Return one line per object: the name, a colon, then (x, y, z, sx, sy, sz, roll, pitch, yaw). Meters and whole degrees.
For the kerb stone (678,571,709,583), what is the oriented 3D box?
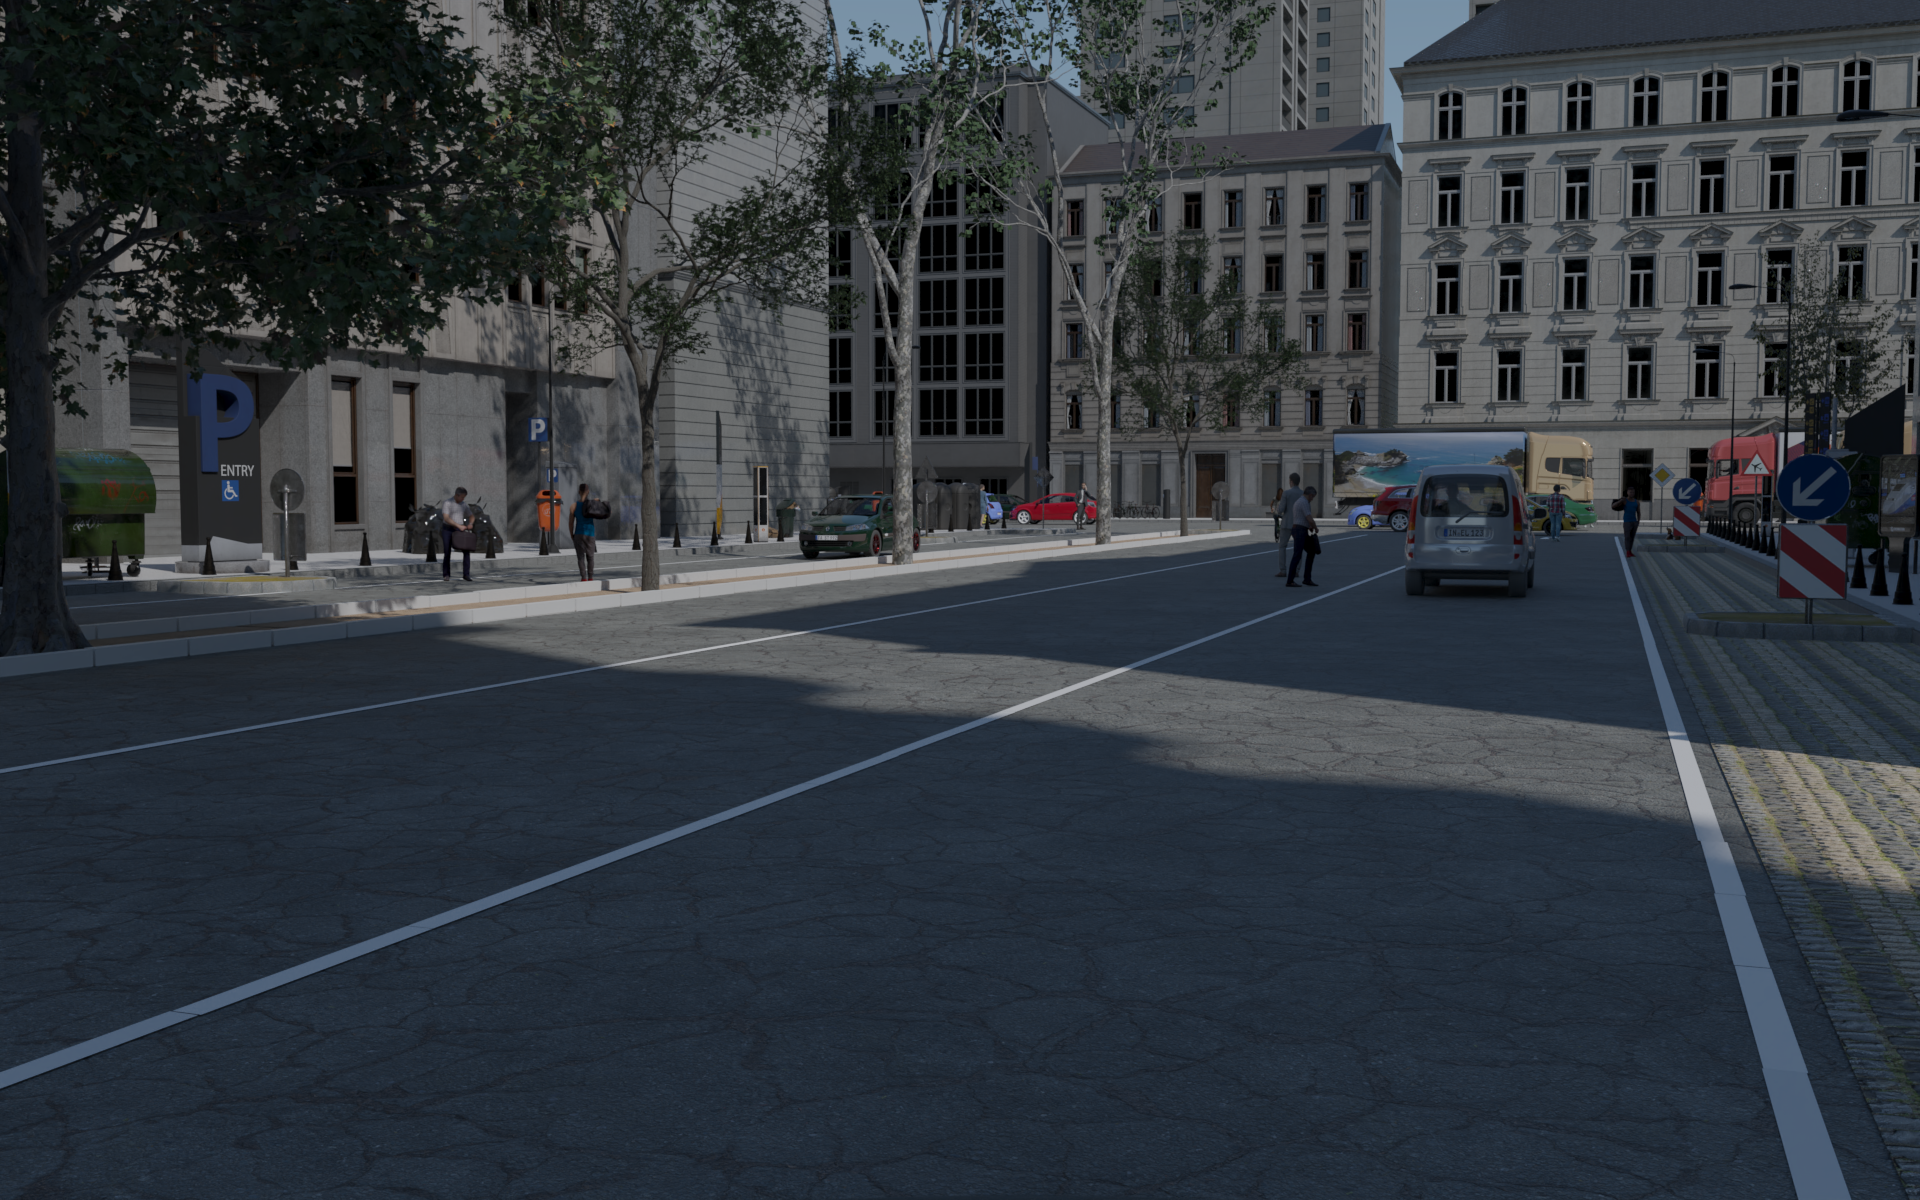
kerb stone: (-4.409, -0.361, 28.112, 0.120, 0.150, 1.000, 1, 4, 20)

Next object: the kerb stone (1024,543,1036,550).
kerb stone: (1.683, -1.365, 44.519, 0.120, 0.150, 1.000, 1, 4, 20)

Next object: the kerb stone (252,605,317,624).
kerb stone: (-7.636, 0.170, 19.422, 0.120, 0.150, 1.000, 1, 4, 20)

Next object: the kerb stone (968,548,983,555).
kerb stone: (0.255, -1.129, 40.658, 0.120, 0.150, 1.000, 1, 4, 20)

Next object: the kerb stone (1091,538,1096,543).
kerb stone: (3.825, -1.719, 50.300, 0.120, 0.150, 1.000, 1, 4, 20)

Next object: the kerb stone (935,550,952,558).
kerb stone: (-0.471, -1.011, 38.730, 0.120, 0.150, 1.000, 1, 4, 20)

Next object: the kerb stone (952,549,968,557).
kerb stone: (-0.098, -1.070, 39.692, 0.120, 0.150, 1.000, 1, 4, 20)

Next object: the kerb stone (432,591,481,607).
kerb stone: (-6.555, 0.006, 22.323, 0.120, 0.150, 1.000, 1, 4, 20)

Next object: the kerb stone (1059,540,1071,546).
kerb stone: (2.756, -1.542, 47.407, 0.120, 0.150, 1.000, 1, 4, 20)

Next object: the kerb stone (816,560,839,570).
kerb stone: (-2.616, -0.657, 32.933, 0.120, 0.150, 1.000, 1, 4, 20)

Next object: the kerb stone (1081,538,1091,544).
kerb stone: (3.470, -1.660, 49.337, 0.120, 0.150, 1.000, 1, 4, 20)

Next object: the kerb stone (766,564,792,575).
kerb stone: (-3.323, -0.537, 30.996, 0.120, 0.150, 1.000, 1, 4, 20)

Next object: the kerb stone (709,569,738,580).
kerb stone: (-4.049, -0.421, 29.072, 0.120, 0.150, 1.000, 1, 4, 20)

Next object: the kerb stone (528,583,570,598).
kerb stone: (-5.831, -0.125, 24.241, 0.120, 0.150, 1.000, 1, 4, 20)

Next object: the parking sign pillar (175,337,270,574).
parking sign pillar: (-12.146, -2.444, 28.429, 1.447, 3.967, 1.447, 2, 4, 25)

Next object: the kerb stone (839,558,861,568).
kerb stone: (-2.251, -0.716, 33.905, 0.120, 0.150, 1.000, 1, 4, 20)

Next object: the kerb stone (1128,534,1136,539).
kerb stone: (5.248, -1.955, 54.155, 0.120, 0.150, 1.000, 1, 4, 20)

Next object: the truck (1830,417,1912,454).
truck: (36.093, -4.406, 60.956, 11.283, 4.237, 2.839, 1, 4, 21)

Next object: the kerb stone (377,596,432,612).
kerb stone: (-6.910, 0.052, 21.351, 0.120, 0.150, 1.000, 1, 4, 20)

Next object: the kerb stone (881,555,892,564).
kerb stone: (-1.537, -0.834, 35.831, 0.120, 0.150, 1.000, 1, 4, 20)

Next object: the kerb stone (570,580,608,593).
kerb stone: (-5.480, -0.184, 25.211, 0.120, 0.150, 1.000, 1, 4, 20)

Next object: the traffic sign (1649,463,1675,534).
traffic sign: (22.736, -3.210, 56.123, 0.795, 2.450, 0.064, 1, 4, 20)

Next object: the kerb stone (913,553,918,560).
kerb stone: (-1.177, -0.887, 36.799, 0.120, 0.150, 1.000, 1, 4, 20)

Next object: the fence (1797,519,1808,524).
fence: (20.392, -1.624, 41.931, 0.278, 0.683, 2.069, 2, 4, 32)

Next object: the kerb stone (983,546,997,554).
kerb stone: (0.600, -1.185, 41.624, 0.120, 0.150, 1.000, 1, 4, 20)

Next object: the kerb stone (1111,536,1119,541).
kerb stone: (4.539, -1.837, 52.223, 0.120, 0.150, 1.000, 1, 4, 20)

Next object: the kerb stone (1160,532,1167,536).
kerb stone: (6.683, -2.190, 58.000, 0.120, 0.150, 1.000, 1, 4, 20)

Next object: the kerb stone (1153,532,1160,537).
kerb stone: (6.327, -2.131, 57.038, 0.120, 0.150, 1.000, 1, 4, 20)

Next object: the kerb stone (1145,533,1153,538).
kerb stone: (5.976, -2.071, 56.074, 0.120, 0.150, 1.000, 1, 4, 20)

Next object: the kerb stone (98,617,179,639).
kerb stone: (-8.343, 0.288, 17.489, 0.120, 0.150, 1.000, 1, 4, 20)

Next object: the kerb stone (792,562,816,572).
kerb stone: (-2.975, -0.597, 31.961, 0.120, 0.150, 1.000, 1, 4, 20)

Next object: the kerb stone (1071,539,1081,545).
kerb stone: (3.109, -1.601, 48.369, 0.120, 0.150, 1.000, 1, 4, 20)

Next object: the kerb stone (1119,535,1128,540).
kerb stone: (4.904, -1.894, 53.189, 0.120, 0.150, 1.000, 1, 4, 20)

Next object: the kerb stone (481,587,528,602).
kerb stone: (-6.190, -0.066, 23.280, 0.120, 0.150, 1.000, 1, 4, 20)

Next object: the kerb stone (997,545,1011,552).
kerb stone: (0.968, -1.247, 42.588, 0.120, 0.150, 1.000, 1, 4, 20)

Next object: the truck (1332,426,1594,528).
truck: (21.691, -5.186, 73.701, 11.283, 4.237, 2.839, 1, 4, 20)

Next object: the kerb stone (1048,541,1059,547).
kerb stone: (2.391, -1.483, 46.448, 0.120, 0.150, 1.000, 1, 4, 20)

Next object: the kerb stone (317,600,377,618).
kerb stone: (-7.270, 0.112, 20.380, 0.120, 0.150, 1.000, 1, 4, 20)

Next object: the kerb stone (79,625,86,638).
kerb stone: (-8.707, 0.347, 16.530, 0.120, 0.150, 1.000, 1, 4, 20)

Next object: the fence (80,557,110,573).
fence: (-14.506, -1.093, 29.067, 0.480, 1.192, 2.264, -2, 4, -28)

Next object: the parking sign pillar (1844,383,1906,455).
parking sign pillar: (22.455, -3.310, 42.584, 1.447, 3.967, 1.447, 2, 4, 29)

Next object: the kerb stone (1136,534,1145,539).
kerb stone: (5.616, -2.013, 55.114, 0.120, 0.150, 1.000, 1, 4, 20)

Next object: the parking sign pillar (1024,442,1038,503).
parking sign pillar: (3.702, -6.246, 90.594, 1.447, 3.967, 1.447, -1, 4, -10)

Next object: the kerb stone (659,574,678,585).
kerb stone: (-4.770, -0.302, 27.141, 0.120, 0.150, 1.000, 1, 4, 20)

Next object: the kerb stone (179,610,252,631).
kerb stone: (-7.981, 0.229, 18.451, 0.120, 0.150, 1.000, 1, 4, 20)

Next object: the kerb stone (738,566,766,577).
kerb stone: (-3.686, -0.480, 30.037, 0.120, 0.150, 1.000, 1, 4, 20)

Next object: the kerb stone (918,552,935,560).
kerb stone: (-0.826, -0.952, 37.762, 0.120, 0.150, 1.000, 1, 4, 20)

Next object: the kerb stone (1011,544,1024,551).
kerb stone: (1.326, -1.305, 43.552, 0.120, 0.150, 1.000, 1, 4, 20)

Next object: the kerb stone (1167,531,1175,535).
kerb stone: (7.042, -2.249, 58.960, 0.120, 0.150, 1.000, 1, 4, 20)

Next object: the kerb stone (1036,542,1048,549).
kerb stone: (2.036, -1.424, 45.482, 0.120, 0.150, 1.000, 1, 4, 20)

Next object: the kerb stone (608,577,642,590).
kerb stone: (-5.127, -0.244, 26.180, 0.120, 0.150, 1.000, 1, 4, 20)

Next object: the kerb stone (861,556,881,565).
kerb stone: (-1.899, -0.775, 34.871, 0.120, 0.150, 1.000, 1, 4, 20)

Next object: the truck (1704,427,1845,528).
truck: (36.832, -5.143, 72.995, 11.283, 4.237, 2.839, 1, 4, 21)
